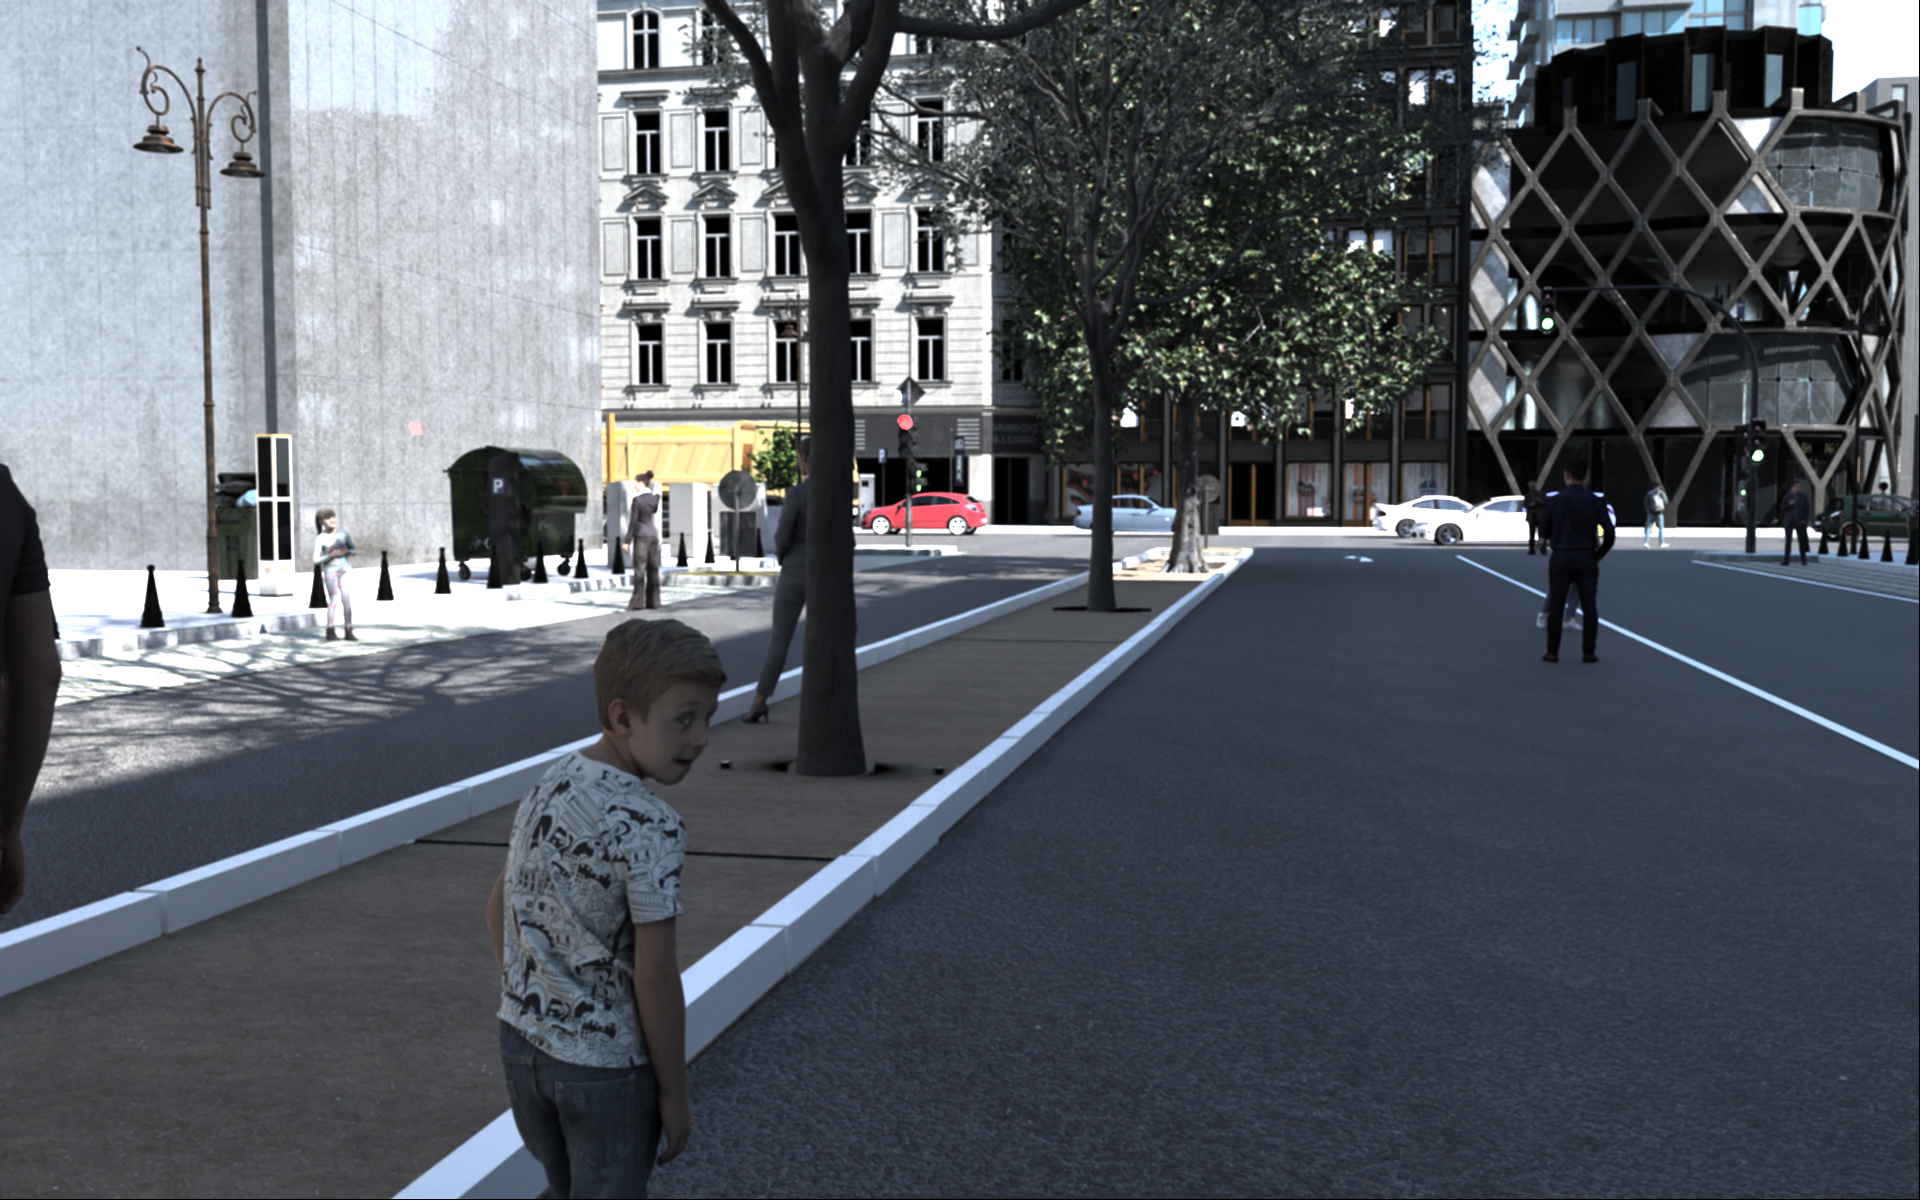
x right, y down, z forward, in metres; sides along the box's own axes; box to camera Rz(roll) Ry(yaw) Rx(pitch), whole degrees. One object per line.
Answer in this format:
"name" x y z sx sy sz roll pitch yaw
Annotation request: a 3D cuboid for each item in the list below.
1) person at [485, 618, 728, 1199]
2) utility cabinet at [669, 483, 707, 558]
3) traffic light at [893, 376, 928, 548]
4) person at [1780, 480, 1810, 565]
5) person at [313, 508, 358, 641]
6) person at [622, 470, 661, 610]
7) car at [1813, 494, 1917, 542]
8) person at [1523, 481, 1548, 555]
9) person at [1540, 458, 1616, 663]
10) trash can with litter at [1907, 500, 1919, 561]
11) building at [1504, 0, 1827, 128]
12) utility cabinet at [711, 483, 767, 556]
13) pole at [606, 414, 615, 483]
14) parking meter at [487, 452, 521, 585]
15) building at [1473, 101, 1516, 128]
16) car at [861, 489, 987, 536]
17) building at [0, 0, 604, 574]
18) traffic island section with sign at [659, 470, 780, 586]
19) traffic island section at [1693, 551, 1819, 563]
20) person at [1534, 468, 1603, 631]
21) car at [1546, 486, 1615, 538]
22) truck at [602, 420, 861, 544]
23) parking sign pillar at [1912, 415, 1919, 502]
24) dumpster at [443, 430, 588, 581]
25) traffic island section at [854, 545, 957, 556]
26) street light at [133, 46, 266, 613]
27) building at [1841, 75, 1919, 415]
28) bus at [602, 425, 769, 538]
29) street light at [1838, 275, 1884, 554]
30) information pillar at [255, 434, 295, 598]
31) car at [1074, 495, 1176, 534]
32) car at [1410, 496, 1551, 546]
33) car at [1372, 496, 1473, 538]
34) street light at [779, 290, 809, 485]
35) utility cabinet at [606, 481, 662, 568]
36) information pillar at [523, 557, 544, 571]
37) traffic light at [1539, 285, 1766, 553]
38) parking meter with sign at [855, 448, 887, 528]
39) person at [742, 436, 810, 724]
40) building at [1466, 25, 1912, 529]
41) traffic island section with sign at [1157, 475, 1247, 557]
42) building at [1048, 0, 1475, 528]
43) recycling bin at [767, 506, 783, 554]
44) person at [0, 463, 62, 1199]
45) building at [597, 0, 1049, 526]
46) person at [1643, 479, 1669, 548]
"person" -0.519 0.650 2.549 0.352 1.250 0.332 -1 4 -12
"utility cabinet" -5.429 -1.588 34.645 0.318 1.500 1.173 -2 4 -33
"traffic light" -1.206 -3.200 41.243 0.839 4.253 0.868 1 4 12
"person" 16.668 -1.539 34.584 0.541 1.710 0.530 3 4 38
"person" -6.035 -0.247 16.818 0.394 1.301 0.425 2 4 33
"person" -3.940 -0.750 21.571 0.445 1.727 0.742 0 4 -1
"car" 27.840 -2.568 51.772 4.222 1.686 2.009 1 4 10
"person" 13.596 -1.938 40.880 0.565 1.739 0.600 0 4 0
"person" 5.266 -0.344 14.834 0.576 1.737 0.504 1 4 8
"trash can with litter" 18.471 -1.304 32.713 1.055 1.170 0.624 2 4 30
"building" 58.218 -32.226 146.505 23.786 49.044 30.456 1 4 12
"utility cabinet" -4.540 -1.639 35.481 1.173 1.500 0.318 2 4 26
"pole" -8.866 -3.066 43.976 0.158 3.312 0.155 0 3 0
"parking meter" -6.440 -1.146 24.448 0.399 1.863 0.255 2 4 25
"building" 67.616 -39.285 231.540 27.495 52.752 28.713 1 4 12
"car" -1.301 -3.176 60.971 4.494 1.783 2.155 1 4 12
"building" -19.094 -13.269 34.977 19.932 24.808 12.078 1 4 12
"traffic island section with sign" -3.720 -1.175 27.844 1.989 1.847 2.006 1 4 12
"traffic island section" 17.154 -0.935 37.565 2.009 0.180 2.903 1 4 12
"person" 6.329 -0.555 18.241 0.731 1.740 0.598 -2 4 -28
"car" 19.980 -2.964 58.047 3.694 1.707 1.945 1 4 13
"truck" -6.819 -3.127 47.051 9.791 3.379 3.469 1 4 11
"parking sign pillar" 32.862 -4.328 59.239 1.447 3.967 1.447 2 4 31
"dumpster" -6.751 -1.457 26.318 1.502 2.255 1.985 1 4 12
"traffic island section" -1.244 -1.169 41.386 2.009 0.180 2.903 1 4 12
"street light" -8.049 -2.797 18.514 0.468 5.910 1.993 1 4 12
"building" 95.756 -29.872 172.006 14.086 41.232 14.154 1 4 12
"bus" -12.447 -4.069 58.074 12.252 3.916 2.896 1 4 10
"street light" 19.021 -3.909 36.694 0.468 5.910 1.993 1 4 12
"information pillar" -8.514 -1.042 21.526 0.304 2.012 0.304 2 4 24
"car" 6.111 -2.843 58.483 4.499 1.417 2.014 1 4 13
"car" 15.052 -2.198 48.303 4.827 1.381 2.083 1 4 10
"car" 15.956 -2.705 56.581 4.827 1.381 2.083 1 4 12
"street light" -3.662 -4.076 39.426 0.468 5.910 1.993 1 4 12
"utility cabinet" -5.662 -1.309 30.073 0.318 1.500 1.173 2 4 27
"information pillar" -7.127 -1.490 28.849 0.304 2.012 0.304 0 4 3
"traffic light" 15.051 -3.858 37.744 4.771 5.953 1.251 1 4 12
"parking meter with sign" -3.661 -4.263 65.969 1.738 3.016 0.543 -2 4 -30
"person" -1.035 -0.126 10.833 0.573 1.790 0.520 2 4 30
"building" 28.969 -12.461 71.182 16.811 18.784 16.820 1 4 12
"traffic island section with sign" 5.668 -1.961 40.192 2.006 1.907 1.989 1 4 12
"building" 12.467 -14.812 71.852 15.834 23.373 12.332 1 4 12
"recycling bin" -4.180 -1.526 37.504 0.722 1.027 0.722 0 4 -2
"person" -1.647 0.369 2.595 0.434 1.807 0.598 2 4 24
"building" -16.281 -18.613 80.740 44.131 29.872 17.030 1 4 12
"person" 18.483 -2.302 46.117 0.713 1.824 0.794 -2 4 -27
